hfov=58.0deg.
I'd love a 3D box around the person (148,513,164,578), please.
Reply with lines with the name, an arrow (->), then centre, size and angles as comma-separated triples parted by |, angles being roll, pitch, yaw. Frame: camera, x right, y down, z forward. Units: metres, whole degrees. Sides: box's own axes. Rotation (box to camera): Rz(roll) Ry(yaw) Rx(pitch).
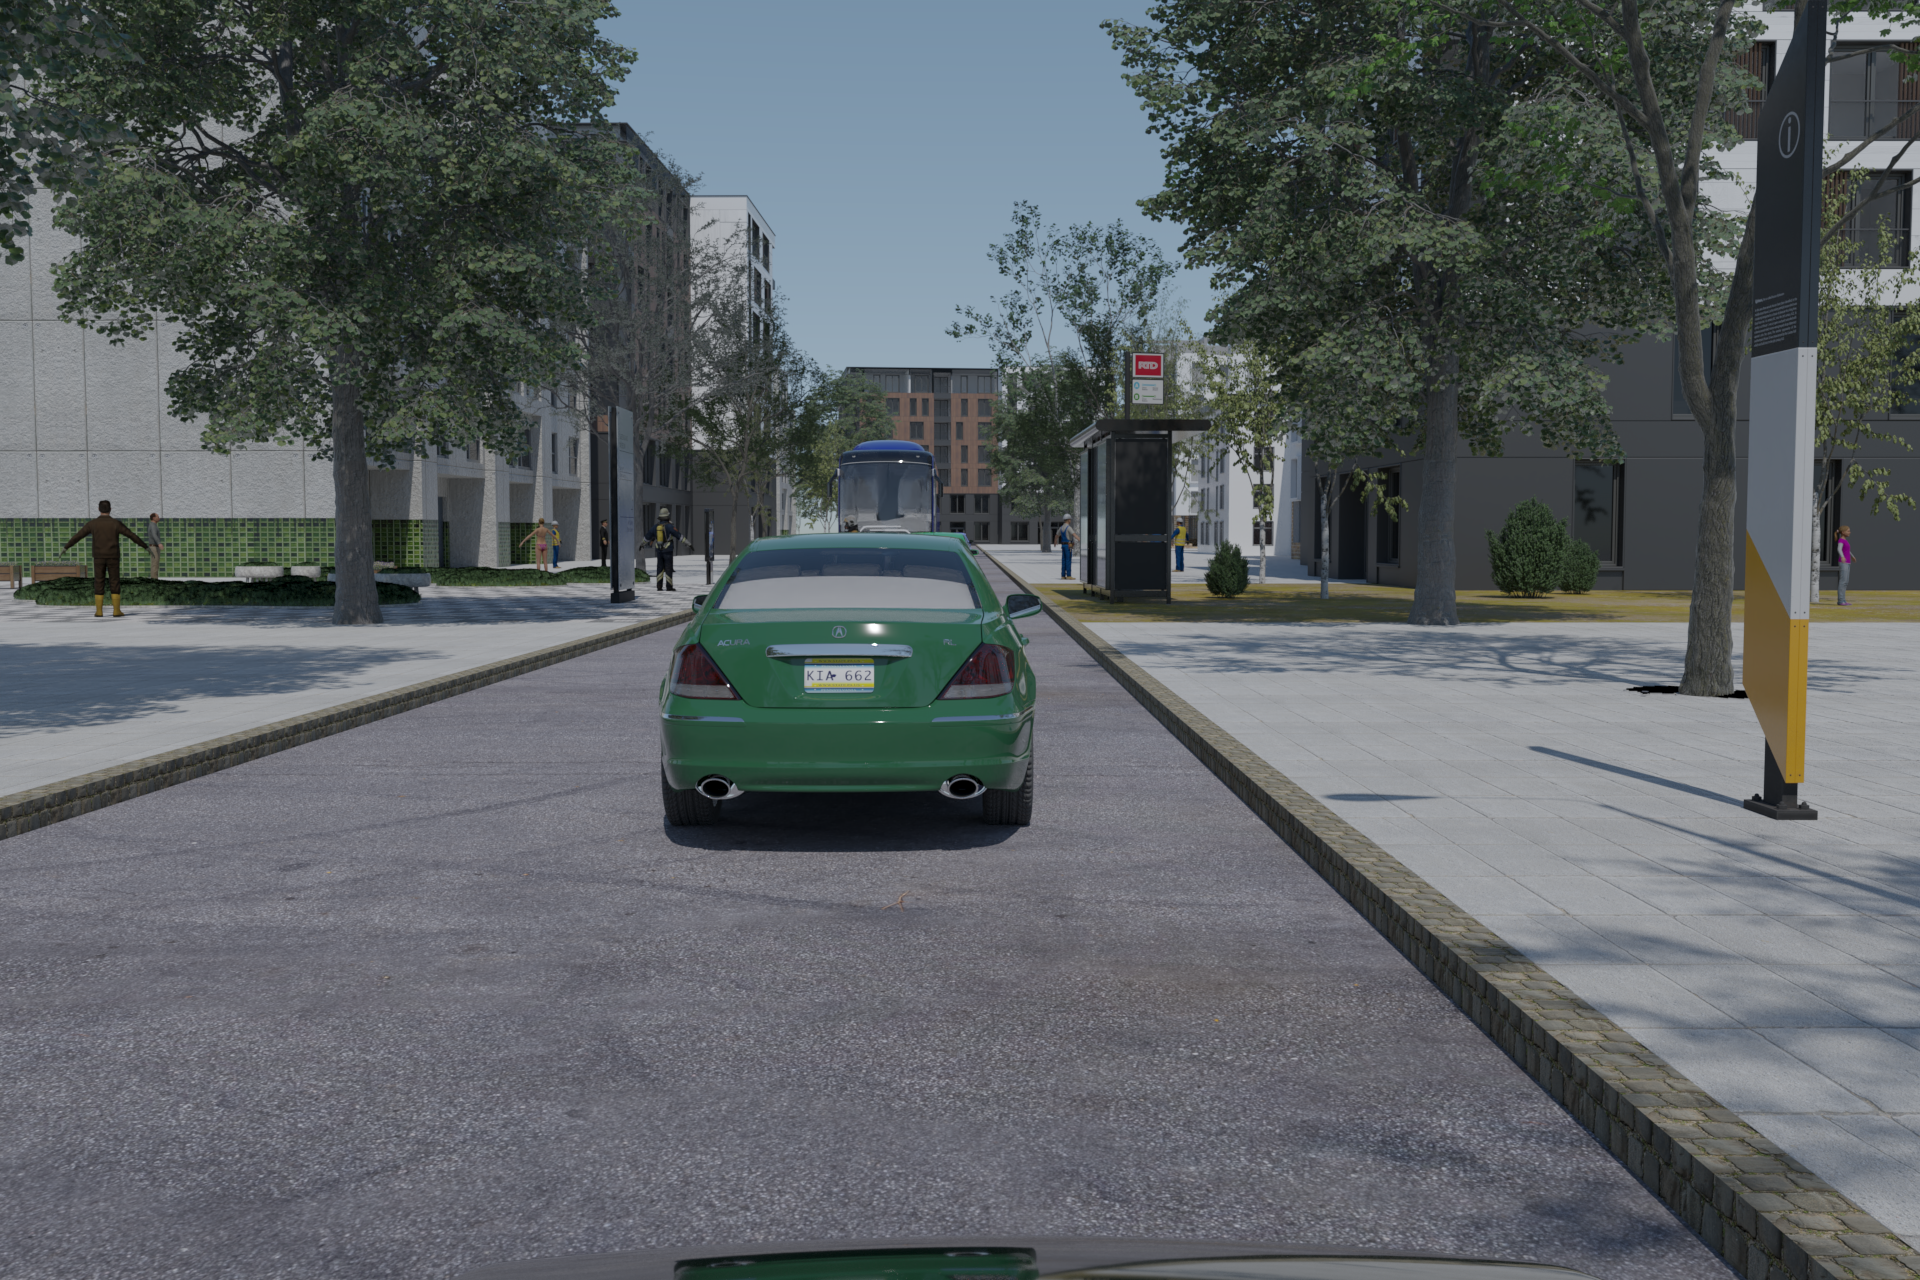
person -> -19.540, -2.192, 42.104 | 0.705, 1.796, 1.348 | -2, 4, -29

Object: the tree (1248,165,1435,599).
tree -> 7.292, -5.104, 33.808 | 4.737, 8.622, 4.395 | 0, 3, 0

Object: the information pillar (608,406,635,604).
information pillar -> -6.378, -2.530, 32.675 | 0.184, 3.620, 1.656 | 0, 4, -1

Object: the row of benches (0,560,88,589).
row of benches -> -22.508, -1.531, 40.493 | 4.104, 0.672, 1.422 | -1, 4, -11

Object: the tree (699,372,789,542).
tree -> -8.751, -7.566, 74.060 | 4.360, 8.622, 3.978 | 0, 3, 0

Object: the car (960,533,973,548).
car -> -0.238, -5.192, 94.487 | 1.945, 1.707, 3.694 | 0, 4, 1

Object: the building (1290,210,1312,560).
building -> 21.806, -14.058, 86.266 | 16.016, 20.090, 11.380 | 0, 4, 0

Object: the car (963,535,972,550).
car -> -0.345, -4.778, 90.123 | 2.014, 1.417, 4.499 | 0, 4, -1

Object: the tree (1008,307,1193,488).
tree -> 5.895, -8.436, 72.337 | 8.767, 10.594, 7.601 | 1, 4, 16

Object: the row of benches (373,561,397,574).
row of benches -> -12.723, -1.383, 38.070 | 1.422, 0.672, 4.104 | -1, 4, -17

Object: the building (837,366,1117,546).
building -> 1.220, -22.978, 222.124 | 32.646, 21.610, 27.936 | 0, 4, -7

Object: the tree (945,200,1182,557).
tree -> 5.808, -14.849, 98.663 | 12.611, 20.169, 13.585 | 0, 3, 0

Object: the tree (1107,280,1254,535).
tree -> 5.892, -6.126, 50.519 | 4.360, 8.622, 3.978 | 0, 3, 0

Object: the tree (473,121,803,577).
tree -> -9.642, -8.635, 51.558 | 12.009, 13.543, 11.850 | 0, 3, 0

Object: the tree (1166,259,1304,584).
tree -> 7.572, -5.751, 44.393 | 4.737, 8.622, 4.395 | 0, 3, 0

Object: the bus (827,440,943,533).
bus -> -1.887, -3.520, 49.095 | 2.896, 3.916, 12.251 | 0, 4, 0

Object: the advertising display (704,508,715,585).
advertising display -> -6.357, -2.369, 43.946 | 0.123, 1.923, 0.974 | 0, 4, 0

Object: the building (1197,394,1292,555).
building -> 20.534, -9.879, 103.674 | 9.099, 9.664, 28.070 | 0, 4, 0

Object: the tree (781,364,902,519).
tree -> -8.908, -13.756, 131.565 | 9.857, 13.997, 8.962 | 0, 3, 0

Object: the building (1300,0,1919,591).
building -> 24.605, -12.899, 54.867 | 27.936, 21.610, 32.646 | 0, 3, 0

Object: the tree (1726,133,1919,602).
tree -> 16.057, -4.997, 32.066 | 4.737, 8.622, 4.395 | 0, 3, 0

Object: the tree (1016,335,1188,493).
tree -> 6.545, -8.935, 80.506 | 8.767, 10.594, 7.601 | 1, 4, 11

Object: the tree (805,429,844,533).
tree -> -9.105, -10.407, 120.515 | 4.360, 8.622, 3.978 | 0, 3, 0

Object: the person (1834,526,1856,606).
person -> 15.903, -1.331, 31.029 | 0.599, 1.433, 0.991 | 3, 4, 37

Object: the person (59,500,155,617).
person -> -13.190, -1.262, 26.772 | 1.346, 1.812, 0.704 | -1, 4, -19

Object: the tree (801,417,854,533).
tree -> -8.475, -9.732, 109.476 | 4.737, 8.622, 4.395 | 0, 3, 0

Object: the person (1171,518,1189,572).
person -> 7.399, -3.217, 58.564 | 0.705, 1.833, 1.349 | 3, 5, 41

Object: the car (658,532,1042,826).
car -> -0.557, 0.113, 9.950 | 2.131, 1.459, 4.920 | 0, 4, -1

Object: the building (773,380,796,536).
building -> -27.527, -19.435, 184.217 | 16.747, 18.905, 31.486 | 0, 4, 1

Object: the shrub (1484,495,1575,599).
shrub -> 11.379, -1.870, 34.617 | 1.661, 2.075, 1.752 | 0, 3, 0

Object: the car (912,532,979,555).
car -> -0.559, -1.717, 36.868 | 1.959, 1.807, 4.718 | 0, 4, -1

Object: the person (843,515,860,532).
person -> -2.474, -1.889, 39.110 | 0.705, 1.858, 1.354 | 0, 4, -6

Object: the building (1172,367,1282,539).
building -> 26.175, -20.141, 185.727 | 16.016, 20.090, 11.380 | 0, 3, 0

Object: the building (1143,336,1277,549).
building -> 21.821, -18.919, 165.739 | 16.016, 20.090, 11.380 | 0, 4, 0

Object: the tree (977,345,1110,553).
tree -> 5.981, -12.952, 118.416 | 9.857, 13.997, 8.962 | 0, 3, 0

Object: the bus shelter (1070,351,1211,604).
bus shelter -> 3.477, -3.561, 35.860 | 2.179, 5.291, 8.768 | 0, 4, -1

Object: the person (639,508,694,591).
person -> -6.617, -2.023, 38.862 | 1.354, 1.856, 0.705 | 1, 4, 16

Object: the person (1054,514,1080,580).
person -> 3.020, -2.612, 48.566 | 0.705, 1.847, 1.347 | -3, 4, -36

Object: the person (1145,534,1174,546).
person -> 6.130, -2.936, 54.127 | 1.347, 1.817, 0.704 | -3, 4, -38

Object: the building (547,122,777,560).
building -> -26.779, -15.828, 102.762 | 27.936, 21.610, 32.646 | 0, 4, 1

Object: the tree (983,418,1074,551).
tree -> 5.972, -12.033, 131.157 | 7.601, 10.594, 8.767 | 2, 4, 32

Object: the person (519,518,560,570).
person -> -11.717, -2.542, 48.368 | 1.217, 1.733, 0.721 | -3, 4, -38

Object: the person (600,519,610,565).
person -> -13.190, -3.572, 64.343 | 0.705, 1.837, 1.347 | 0, 4, -6

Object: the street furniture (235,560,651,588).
street furniture -> -13.058, -1.721, 43.763 | 10.072, 0.657, 5.734 | 0, 4, -2

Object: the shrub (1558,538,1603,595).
shrub -> 13.122, -1.572, 36.823 | 1.383, 1.207, 1.383 | 0, 3, 0

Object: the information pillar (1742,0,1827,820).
information pillar -> 3.754, -1.012, 7.902 | 0.183, 3.616, 0.504 | 0, 4, 1

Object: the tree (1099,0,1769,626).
tree -> 6.791, -7.198, 24.342 | 9.857, 13.997, 8.962 | 0, 3, 0

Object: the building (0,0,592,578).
building -> -26.104, -12.213, 66.137 | 16.747, 18.905, 31.486 | 0, 4, 1

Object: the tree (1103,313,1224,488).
tree -> 6.651, -6.643, 58.972 | 4.737, 8.622, 4.395 | 0, 3, 0

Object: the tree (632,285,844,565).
tree -> -8.712, -8.032, 65.728 | 8.767, 10.594, 7.601 | 0, 4, -7

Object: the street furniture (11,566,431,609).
street furniture -> -14.803, -1.002, 32.017 | 10.072, 0.657, 5.734 | 0, 3, 0

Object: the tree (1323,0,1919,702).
tree -> 5.863, -5.356, 13.327 | 9.928, 11.665, 9.643 | 0, 3, 0

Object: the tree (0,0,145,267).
tree -> -9.076, -6.299, 9.650 | 9.857, 13.997, 8.962 | 0, 3, 0

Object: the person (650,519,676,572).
person -> -9.751, -3.164, 57.951 | 1.346, 1.802, 0.704 | -2, 4, -31

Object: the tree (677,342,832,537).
tree -> -9.459, -9.007, 81.679 | 7.601, 10.594, 8.767 | 1, 4, 17

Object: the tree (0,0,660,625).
tree -> -8.593, -7.200, 24.375 | 9.857, 13.997, 8.962 | 0, 3, 0

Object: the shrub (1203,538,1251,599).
shrub -> 5.333, -1.434, 34.562 | 1.383, 1.207, 1.383 | 0, 3, 0

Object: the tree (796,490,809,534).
tree -> -20.218, -16.493, 220.019 | 4.360, 8.622, 3.978 | 0, 3, 0

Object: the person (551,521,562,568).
person -> -15.017, -3.560, 64.668 | 0.721, 1.772, 1.216 | 0, 4, -4
